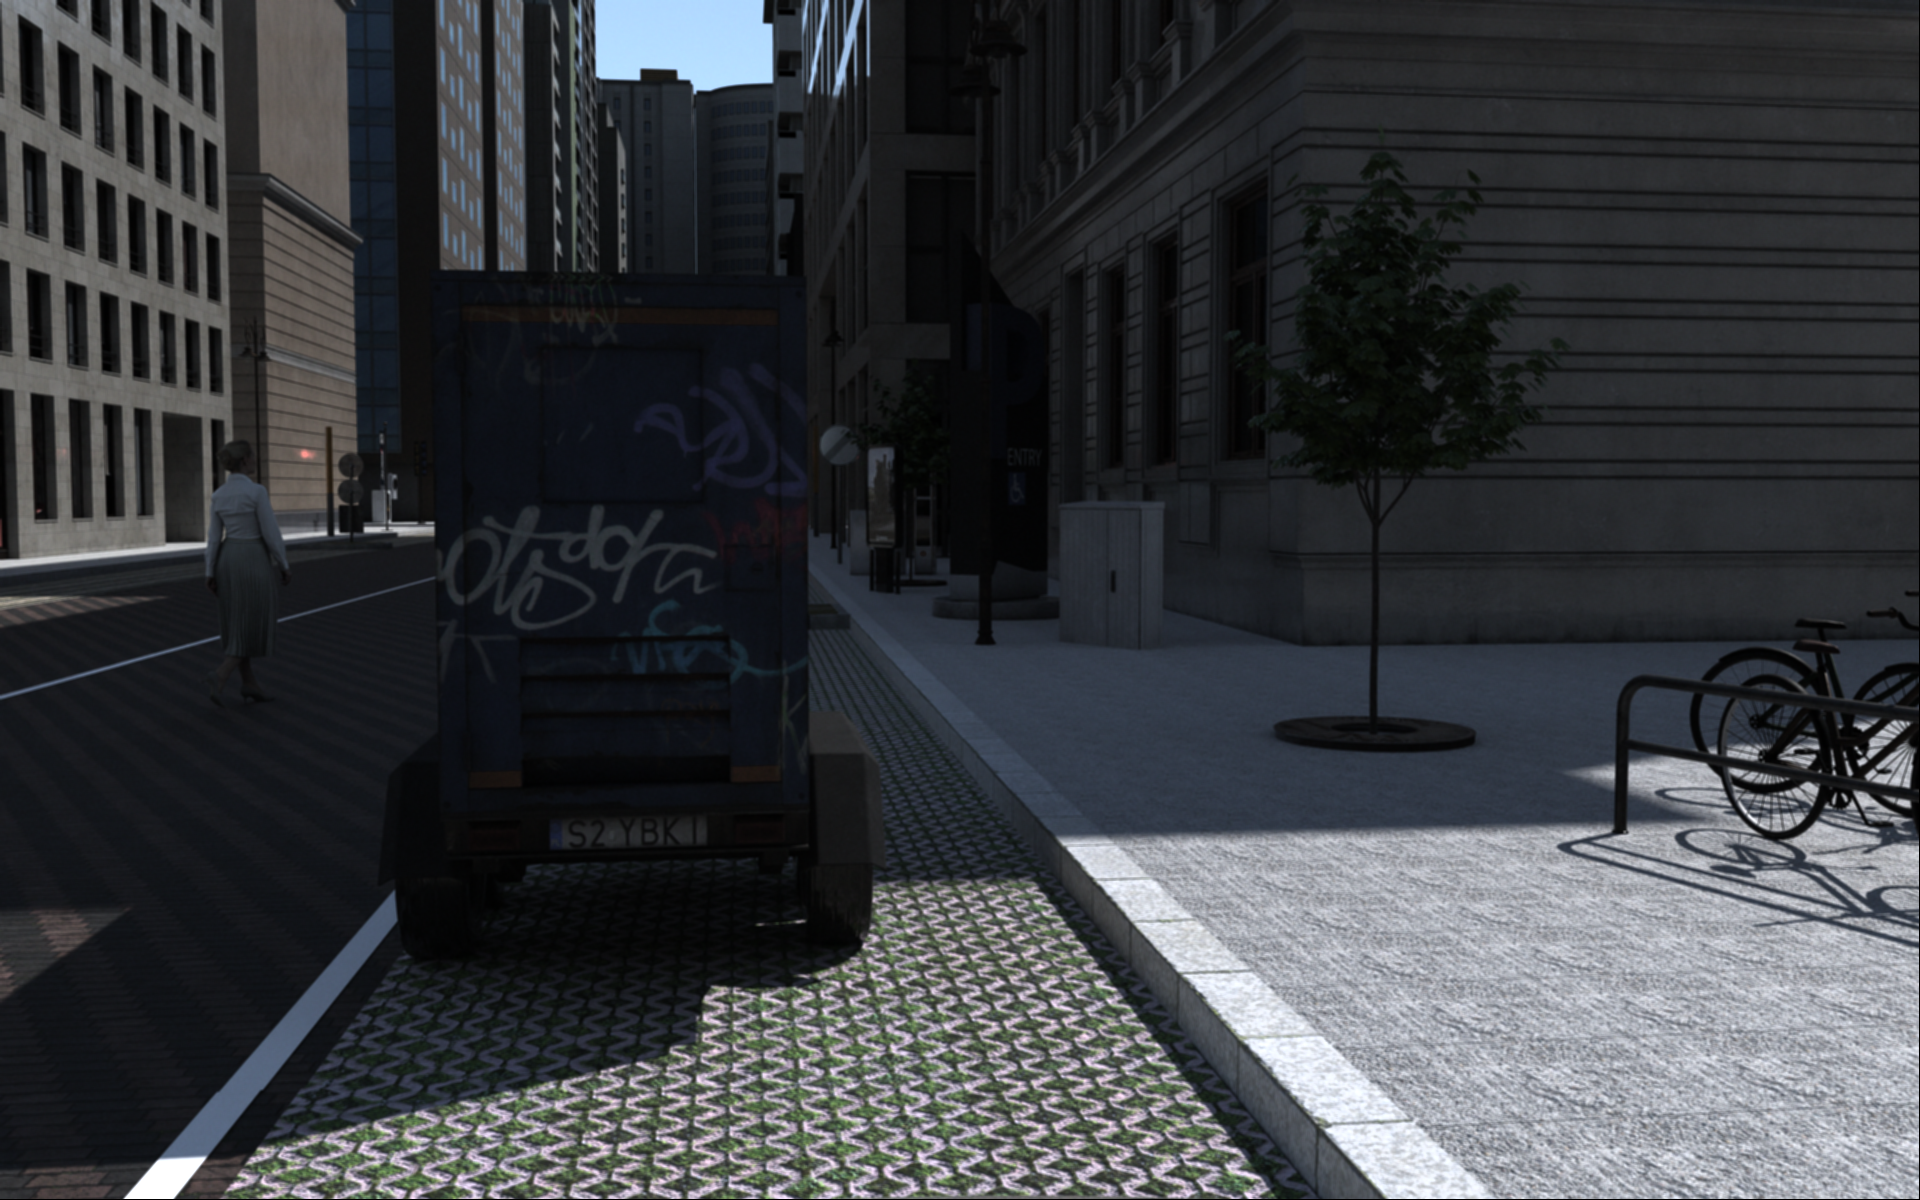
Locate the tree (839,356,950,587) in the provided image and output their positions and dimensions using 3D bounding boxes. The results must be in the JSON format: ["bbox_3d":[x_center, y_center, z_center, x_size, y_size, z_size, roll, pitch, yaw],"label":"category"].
[{"bbox_3d":[-0.579,-1.819,24.336,1.663,3.219,1.824,0,3,0],"label":"tree"}]

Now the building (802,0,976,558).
[{"bbox_3d":[5.594,-15.121,51.742,19.350,26.468,34.151,0,4,-7],"label":"building"}]

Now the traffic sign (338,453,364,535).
[{"bbox_3d":[-19.093,-3.316,54.326,0.768,2.556,0.104,0,4,-6],"label":"traffic sign"}]

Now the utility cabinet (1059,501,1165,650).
[{"bbox_3d":[1.269,-0.216,14.690,0.306,1.237,1.020,-3,4,-37],"label":"utility cabinet"}]

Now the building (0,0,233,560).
[{"bbox_3d":[-24.480,-11.279,39.169,10.420,20.320,16.860,0,4,-7],"label":"building"}]

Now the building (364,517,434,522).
[{"bbox_3d":[-31.384,-26.553,84.247,14.600,45.320,14.200,0,4,-7],"label":"building"}]

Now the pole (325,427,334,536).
[{"bbox_3d":[-19.092,-3.585,52.457,0.158,3.312,0.155,0,3,0],"label":"pole"}]

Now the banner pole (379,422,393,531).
[{"bbox_3d":[-19.964,-4.282,60.028,0.401,3.779,0.863,0,4,-1],"label":"banner pole"}]

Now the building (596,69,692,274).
[{"bbox_3d":[-51.121,-42.835,242.351,28.212,58.520,21.231,0,4,-7],"label":"building"}]

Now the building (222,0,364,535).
[{"bbox_3d":[-31.565,-16.610,57.475,20.117,28.700,13.634,0,4,-7],"label":"building"}]

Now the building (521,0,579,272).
[{"bbox_3d":[-37.908,-27.716,136.749,14.154,41.232,14.086,0,4,-7],"label":"building"}]

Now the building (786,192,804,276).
[{"bbox_3d":[-4.412,-17.046,108.388,12.332,23.373,15.834,0,4,-7],"label":"building"}]

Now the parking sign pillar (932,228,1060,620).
[{"bbox_3d":[0.423,-1.817,18.173,1.447,3.967,1.447,2,4,33],"label":"parking sign pillar"}]

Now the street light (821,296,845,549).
[{"bbox_3d":[-2.976,-4.150,40.648,0.468,5.910,1.993,0,4,-7],"label":"street light"}]

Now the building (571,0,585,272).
[{"bbox_3d":[-45.673,-51.929,161.718,22.319,86.520,31.000,0,4,-7],"label":"building"}]

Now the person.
[{"bbox_3d":[-4.883,-0.183,11.721,0.478,1.798,0.641,2,4,28],"label":"person"}]

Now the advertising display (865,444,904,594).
[{"bbox_3d":[-0.984,-1.060,22.549,0.123,1.923,0.974,-2,4,-26],"label":"advertising display"}]

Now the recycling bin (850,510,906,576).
[{"bbox_3d":[-1.304,-0.919,27.580,0.722,1.027,0.722,1,4,17],"label":"recycling bin"}]

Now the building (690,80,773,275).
[{"bbox_3d":[-23.131,-43.051,245.880,28.212,58.520,21.231,0,4,-7],"label":"building"}]

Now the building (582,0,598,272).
[{"bbox_3d":[-48.113,-45.928,189.177,20.563,71.187,20.611,0,4,-7],"label":"building"}]

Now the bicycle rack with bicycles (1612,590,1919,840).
[{"bbox_3d":[3.714,0.436,6.259,2.852,0.926,2.925,-1,4,-21],"label":"bicycle rack with bicycles"}]

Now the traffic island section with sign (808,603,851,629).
[{"bbox_3d":[-2.254,-0.638,19.066,1.989,1.847,2.006,0,4,-7],"label":"traffic island section with sign"}]

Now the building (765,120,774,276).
[{"bbox_3d":[-13.232,-36.212,215.775,21.300,48.544,21.600,0,4,-7],"label":"building"}]

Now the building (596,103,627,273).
[{"bbox_3d":[-51.876,-35.914,210.890,21.600,48.544,21.300,0,4,-7],"label":"building"}]

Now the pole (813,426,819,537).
[{"bbox_3d":[-4.317,-3.553,51.940,0.158,3.312,0.155,0,3,0],"label":"pole"}]

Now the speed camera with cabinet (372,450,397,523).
[{"bbox_3d":[-25.482,-5.038,76.701,0.660,3.252,2.038,0,4,-3],"label":"speed camera with cabinet"}]

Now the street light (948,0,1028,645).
[{"bbox_3d":[0.216,-2.558,14.617,0.468,5.910,1.993,0,4,-7],"label":"street light"}]

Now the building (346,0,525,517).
[{"bbox_3d":[-36.762,-28.402,114.489,14.600,45.320,14.200,0,4,-7],"label":"building"}]

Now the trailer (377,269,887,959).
[{"bbox_3d":[-1.148,0.038,6.435,1.471,1.999,3.904,-1,4,-8],"label":"trailer"}]

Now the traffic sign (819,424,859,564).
[{"bbox_3d":[-2.207,-1.937,31.783,0.768,2.556,0.104,0,4,-7],"label":"traffic sign"}]

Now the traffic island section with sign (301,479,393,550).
[{"bbox_3d":[-15.883,-2.226,45.026,1.989,1.847,2.006,0,4,-7],"label":"traffic island section with sign"}]

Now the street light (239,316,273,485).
[{"bbox_3d":[-18.299,-4.425,45.144,0.468,5.910,1.993,0,4,-7],"label":"street light"}]

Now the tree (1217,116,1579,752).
[{"bbox_3d":[2.054,-0.877,8.949,1.663,3.219,1.824,0,3,0],"label":"tree"}]

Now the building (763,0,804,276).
[{"bbox_3d":[-4.298,-35.395,167.943,28.713,52.752,27.495,0,4,-7],"label":"building"}]

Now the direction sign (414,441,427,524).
[{"bbox_3d":[-23.165,-5.041,74.412,0.876,3.537,0.379,3,4,39],"label":"direction sign"}]

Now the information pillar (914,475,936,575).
[{"bbox_3d":[-0.552,-1.411,27.560,0.304,2.012,0.304,1,4,12],"label":"information pillar"}]

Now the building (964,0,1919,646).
[{"bbox_3d":[6.558,-11.499,24.158,11.583,22.565,21.152,0,4,-7],"label":"building"}]
